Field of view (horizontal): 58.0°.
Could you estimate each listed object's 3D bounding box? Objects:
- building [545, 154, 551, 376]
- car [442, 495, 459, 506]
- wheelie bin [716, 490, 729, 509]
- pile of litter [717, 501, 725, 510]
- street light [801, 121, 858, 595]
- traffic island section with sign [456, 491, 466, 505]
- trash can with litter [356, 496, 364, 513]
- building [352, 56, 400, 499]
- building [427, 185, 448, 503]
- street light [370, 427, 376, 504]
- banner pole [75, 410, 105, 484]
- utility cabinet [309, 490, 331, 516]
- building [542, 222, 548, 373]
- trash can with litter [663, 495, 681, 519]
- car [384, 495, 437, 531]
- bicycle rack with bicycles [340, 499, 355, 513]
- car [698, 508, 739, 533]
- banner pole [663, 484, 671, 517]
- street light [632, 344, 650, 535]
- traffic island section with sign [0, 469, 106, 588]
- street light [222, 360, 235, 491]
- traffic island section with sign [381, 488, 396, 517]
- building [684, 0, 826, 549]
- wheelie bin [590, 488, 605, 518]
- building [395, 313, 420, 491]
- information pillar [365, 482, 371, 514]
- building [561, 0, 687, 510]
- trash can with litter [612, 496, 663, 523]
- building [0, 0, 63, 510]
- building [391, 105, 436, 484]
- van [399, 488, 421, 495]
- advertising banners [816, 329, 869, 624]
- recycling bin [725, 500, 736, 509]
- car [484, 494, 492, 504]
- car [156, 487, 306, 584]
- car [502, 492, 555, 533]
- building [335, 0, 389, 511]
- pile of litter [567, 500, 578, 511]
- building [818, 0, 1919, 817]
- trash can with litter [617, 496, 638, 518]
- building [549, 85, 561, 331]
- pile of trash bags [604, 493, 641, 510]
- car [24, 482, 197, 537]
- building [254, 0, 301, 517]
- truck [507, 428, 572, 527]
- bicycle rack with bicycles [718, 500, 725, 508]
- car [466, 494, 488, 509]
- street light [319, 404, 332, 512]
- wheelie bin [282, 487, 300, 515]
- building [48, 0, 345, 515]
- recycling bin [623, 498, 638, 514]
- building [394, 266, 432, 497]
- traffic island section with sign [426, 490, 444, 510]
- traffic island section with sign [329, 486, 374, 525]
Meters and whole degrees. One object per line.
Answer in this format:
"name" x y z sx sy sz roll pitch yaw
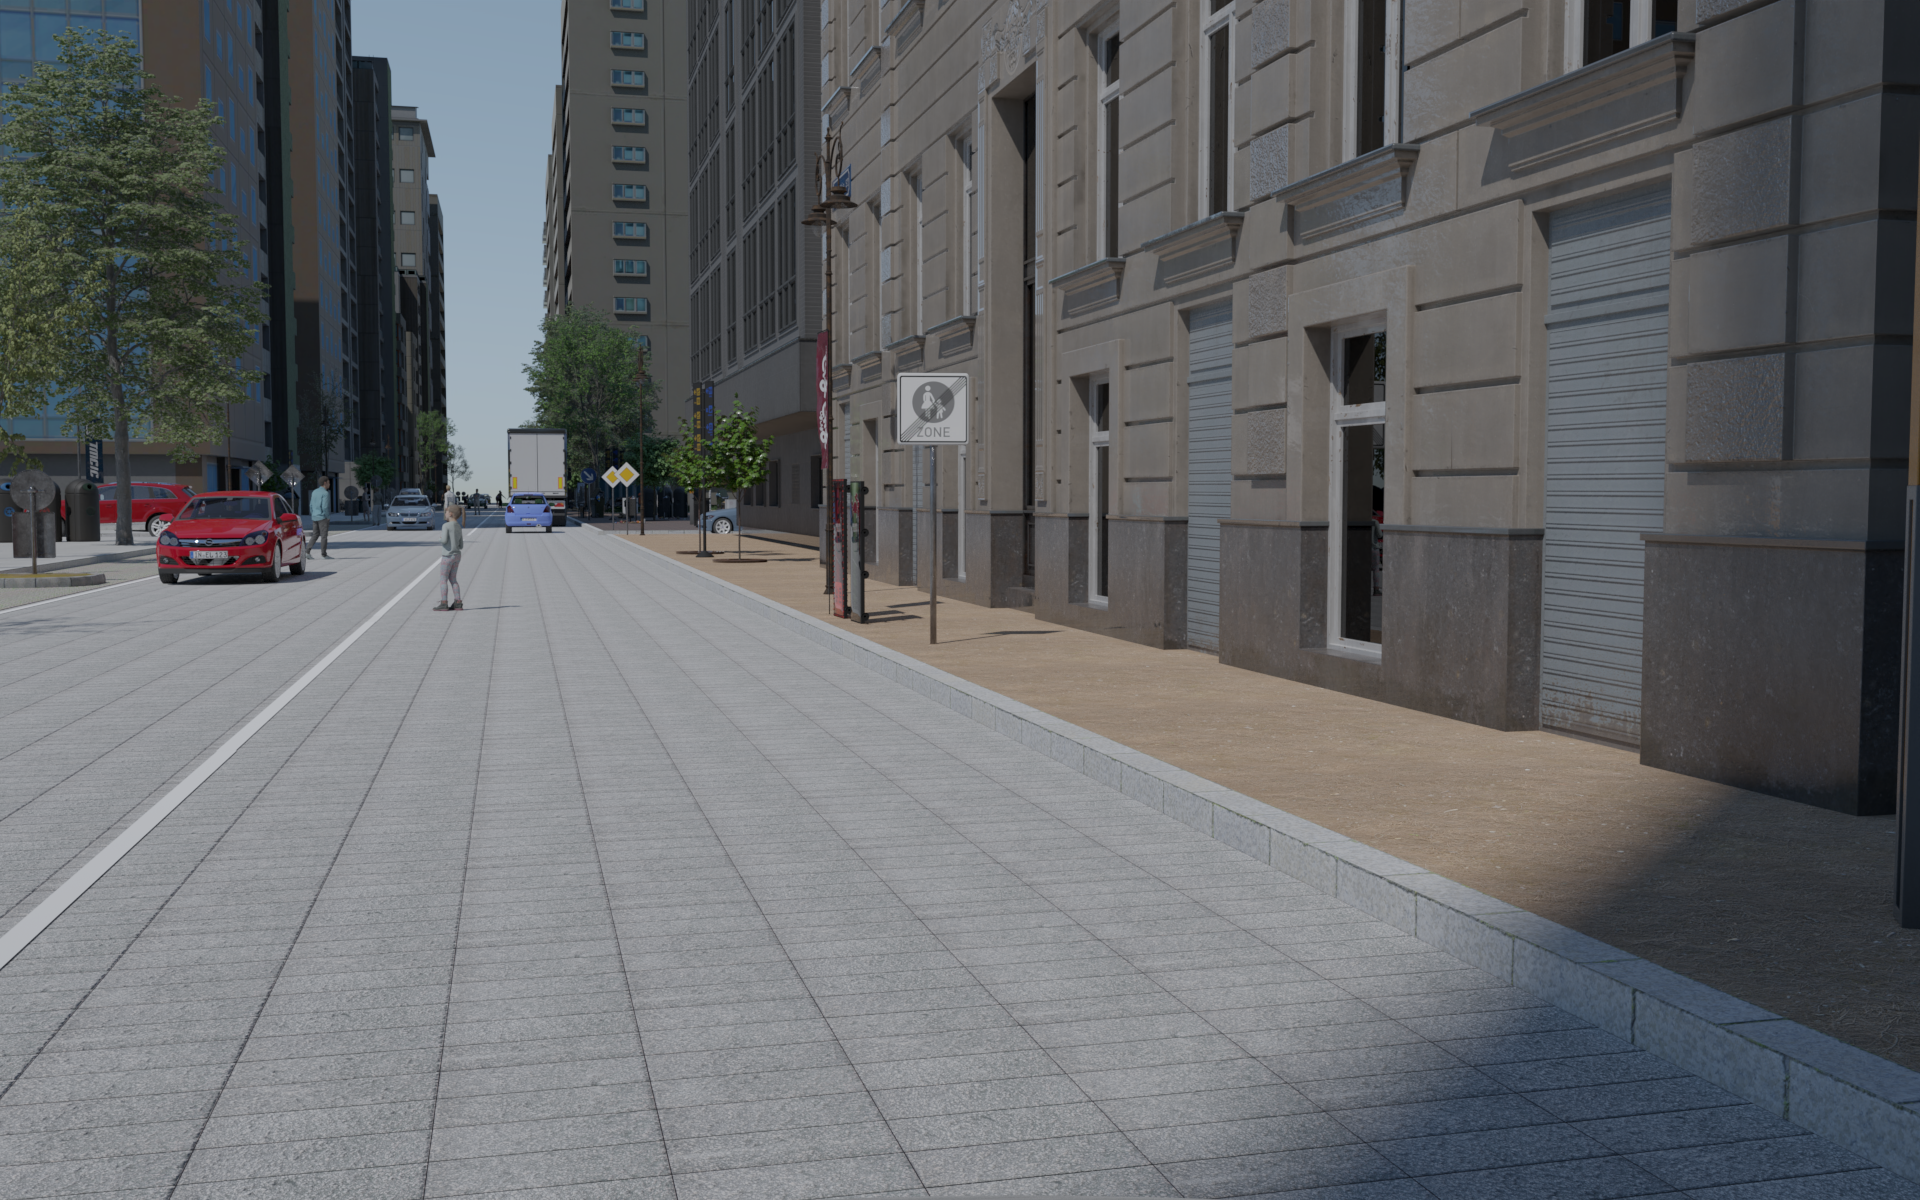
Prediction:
"building" -45.370 -37.523 237.194 21.300 48.544 21.600 -1 4 -14
"car" -58.089 -11.327 197.194 2.014 1.417 4.499 -1 4 -13
"wheelie bin" -16.885 -7.023 122.739 0.980 1.594 0.693 -3 5 -43
"pile of litter" -14.593 -5.682 106.872 1.719 0.858 1.176 2 4 27
"street light" -1.661 -3.010 21.994 0.468 5.910 1.993 -1 4 -14
"traffic island section with sign" -74.889 -15.476 261.653 1.989 1.847 2.006 -1 4 -14
"trash can with litter" -40.591 -6.484 117.405 0.624 1.170 1.055 -1 4 -9
"building" -58.646 -28.890 155.948 14.154 41.232 14.086 -1 4 -14
"building" -89.224 -39.018 261.644 21.300 48.544 21.600 -1 4 -14
"street light" -40.348 -8.950 119.117 0.468 5.910 1.993 -1 4 -14
"banner pole" -25.289 -3.684 50.254 0.863 3.779 0.401 -2 4 -31
"utility cabinet" -37.518 -5.676 101.477 1.173 1.500 0.318 -2 4 -25
"building" -55.056 -40.208 277.008 23.786 49.044 30.456 -1 4 -14
"trash can with litter" -14.761 -4.698 87.866 2.233 1.210 1.678 3 5 44
"car" -21.889 -3.491 69.085 2.014 1.417 4.499 -1 4 -15
"bicycle rack with bicycles" -43.120 -6.608 121.428 2.925 0.926 2.852 -3 5 -45
"car" -6.825 -2.940 60.079 4.499 1.417 2.014 -1 4 -14
"banner pole" -15.547 -6.217 91.670 0.401 3.779 0.863 2 4 25
"street light" -9.861 -4.943 53.601 0.468 5.910 1.993 -1 4 -14
"traffic island section with sign" -14.565 -1.128 27.070 1.989 1.847 2.006 -1 4 -14
"street light" -24.882 -5.270 58.950 0.468 5.910 1.993 -1 4 -14
"traffic island section with sign" -35.270 -6.051 107.555 1.989 1.847 2.006 -1 4 -14
"building" 1.262 -15.274 43.242 14.314 27.812 24.014 -1 4 -14
"wheelie bin" -19.617 -5.253 93.789 0.693 1.594 0.980 -3 4 -37
"building" -70.279 -20.240 175.966 27.650 21.520 28.899 -1 4 -14
"information pillar" -37.470 -6.432 109.662 0.304 2.012 0.304 -2 4 -28
"building" -23.332 -32.250 150.992 21.300 48.544 21.600 -1 4 -14
"trash can with litter" -14.500 -3.989 76.272 1.678 1.210 2.233 -3 5 -41
"building" -35.303 -25.435 65.978 14.600 45.320 14.200 -1 4 -14
"building" -86.546 -39.567 236.151 28.713 52.752 27.495 -1 4 -14
"van" -38.814 -7.048 122.238 2.013 2.044 4.112 -1 4 -15
"advertising banners" -1.236 -1.328 17.897 0.090 3.025 2.074 -1 4 -17
"recycling bin" -10.485 -4.145 80.324 0.722 1.027 0.722 -1 4 -18
"car" -66.859 -14.271 243.557 2.015 1.641 3.980 -1 4 -15
"car" -12.231 -1.233 29.206 2.155 1.783 4.494 -1 4 -13
"car" -16.089 -3.364 64.588 1.945 1.707 3.694 -1 4 -14
"building" -57.102 -42.771 137.552 20.563 71.187 20.611 -1 4 -14
"pile of litter" -29.659 -7.239 132.326 1.719 0.858 1.176 1 4 11
"building" 6.016 -13.572 19.166 12.463 27.353 25.104 -1 4 -14
"trash can with litter" -17.588 -4.901 91.521 0.624 1.170 1.055 2 4 35
"building" -35.551 -35.205 199.300 21.300 48.544 21.600 -1 4 -14
"pile of trash bags" -24.909 -7.342 129.789 1.912 1.369 3.447 3 4 37
"car" -26.452 -2.793 54.343 5.304 1.827 2.281 -1 4 -12
"building" -41.948 -19.318 87.558 14.160 30.474 14.107 -1 4 -14
"truck" -19.267 -5.536 79.425 2.839 4.237 11.283 -1 4 -13
"bicycle rack with bicycles" -14.856 -6.144 113.841 2.852 0.926 2.925 0 4 -6
"car" -46.733 -9.535 167.695 2.131 1.459 4.920 -1 4 -13
"street light" -32.569 -7.111 89.045 0.468 5.910 1.993 -1 4 -14
"wheelie bin" -30.628 -4.363 79.243 0.693 1.594 0.980 -3 5 -40
"building" -46.982 -28.045 108.644 14.600 45.320 14.200 -1 4 -14
"recycling bin" -20.961 -5.966 110.102 0.722 1.027 0.722 1 4 17
"building" -74.534 -27.326 218.473 14.160 30.474 14.107 -1 4 -14
"traffic island section with sign" -47.736 -9.017 156.061 1.989 1.847 2.006 -1 4 -14
"traffic island section with sign" -28.476 -4.437 81.178 1.989 1.847 2.006 -1 4 -14
